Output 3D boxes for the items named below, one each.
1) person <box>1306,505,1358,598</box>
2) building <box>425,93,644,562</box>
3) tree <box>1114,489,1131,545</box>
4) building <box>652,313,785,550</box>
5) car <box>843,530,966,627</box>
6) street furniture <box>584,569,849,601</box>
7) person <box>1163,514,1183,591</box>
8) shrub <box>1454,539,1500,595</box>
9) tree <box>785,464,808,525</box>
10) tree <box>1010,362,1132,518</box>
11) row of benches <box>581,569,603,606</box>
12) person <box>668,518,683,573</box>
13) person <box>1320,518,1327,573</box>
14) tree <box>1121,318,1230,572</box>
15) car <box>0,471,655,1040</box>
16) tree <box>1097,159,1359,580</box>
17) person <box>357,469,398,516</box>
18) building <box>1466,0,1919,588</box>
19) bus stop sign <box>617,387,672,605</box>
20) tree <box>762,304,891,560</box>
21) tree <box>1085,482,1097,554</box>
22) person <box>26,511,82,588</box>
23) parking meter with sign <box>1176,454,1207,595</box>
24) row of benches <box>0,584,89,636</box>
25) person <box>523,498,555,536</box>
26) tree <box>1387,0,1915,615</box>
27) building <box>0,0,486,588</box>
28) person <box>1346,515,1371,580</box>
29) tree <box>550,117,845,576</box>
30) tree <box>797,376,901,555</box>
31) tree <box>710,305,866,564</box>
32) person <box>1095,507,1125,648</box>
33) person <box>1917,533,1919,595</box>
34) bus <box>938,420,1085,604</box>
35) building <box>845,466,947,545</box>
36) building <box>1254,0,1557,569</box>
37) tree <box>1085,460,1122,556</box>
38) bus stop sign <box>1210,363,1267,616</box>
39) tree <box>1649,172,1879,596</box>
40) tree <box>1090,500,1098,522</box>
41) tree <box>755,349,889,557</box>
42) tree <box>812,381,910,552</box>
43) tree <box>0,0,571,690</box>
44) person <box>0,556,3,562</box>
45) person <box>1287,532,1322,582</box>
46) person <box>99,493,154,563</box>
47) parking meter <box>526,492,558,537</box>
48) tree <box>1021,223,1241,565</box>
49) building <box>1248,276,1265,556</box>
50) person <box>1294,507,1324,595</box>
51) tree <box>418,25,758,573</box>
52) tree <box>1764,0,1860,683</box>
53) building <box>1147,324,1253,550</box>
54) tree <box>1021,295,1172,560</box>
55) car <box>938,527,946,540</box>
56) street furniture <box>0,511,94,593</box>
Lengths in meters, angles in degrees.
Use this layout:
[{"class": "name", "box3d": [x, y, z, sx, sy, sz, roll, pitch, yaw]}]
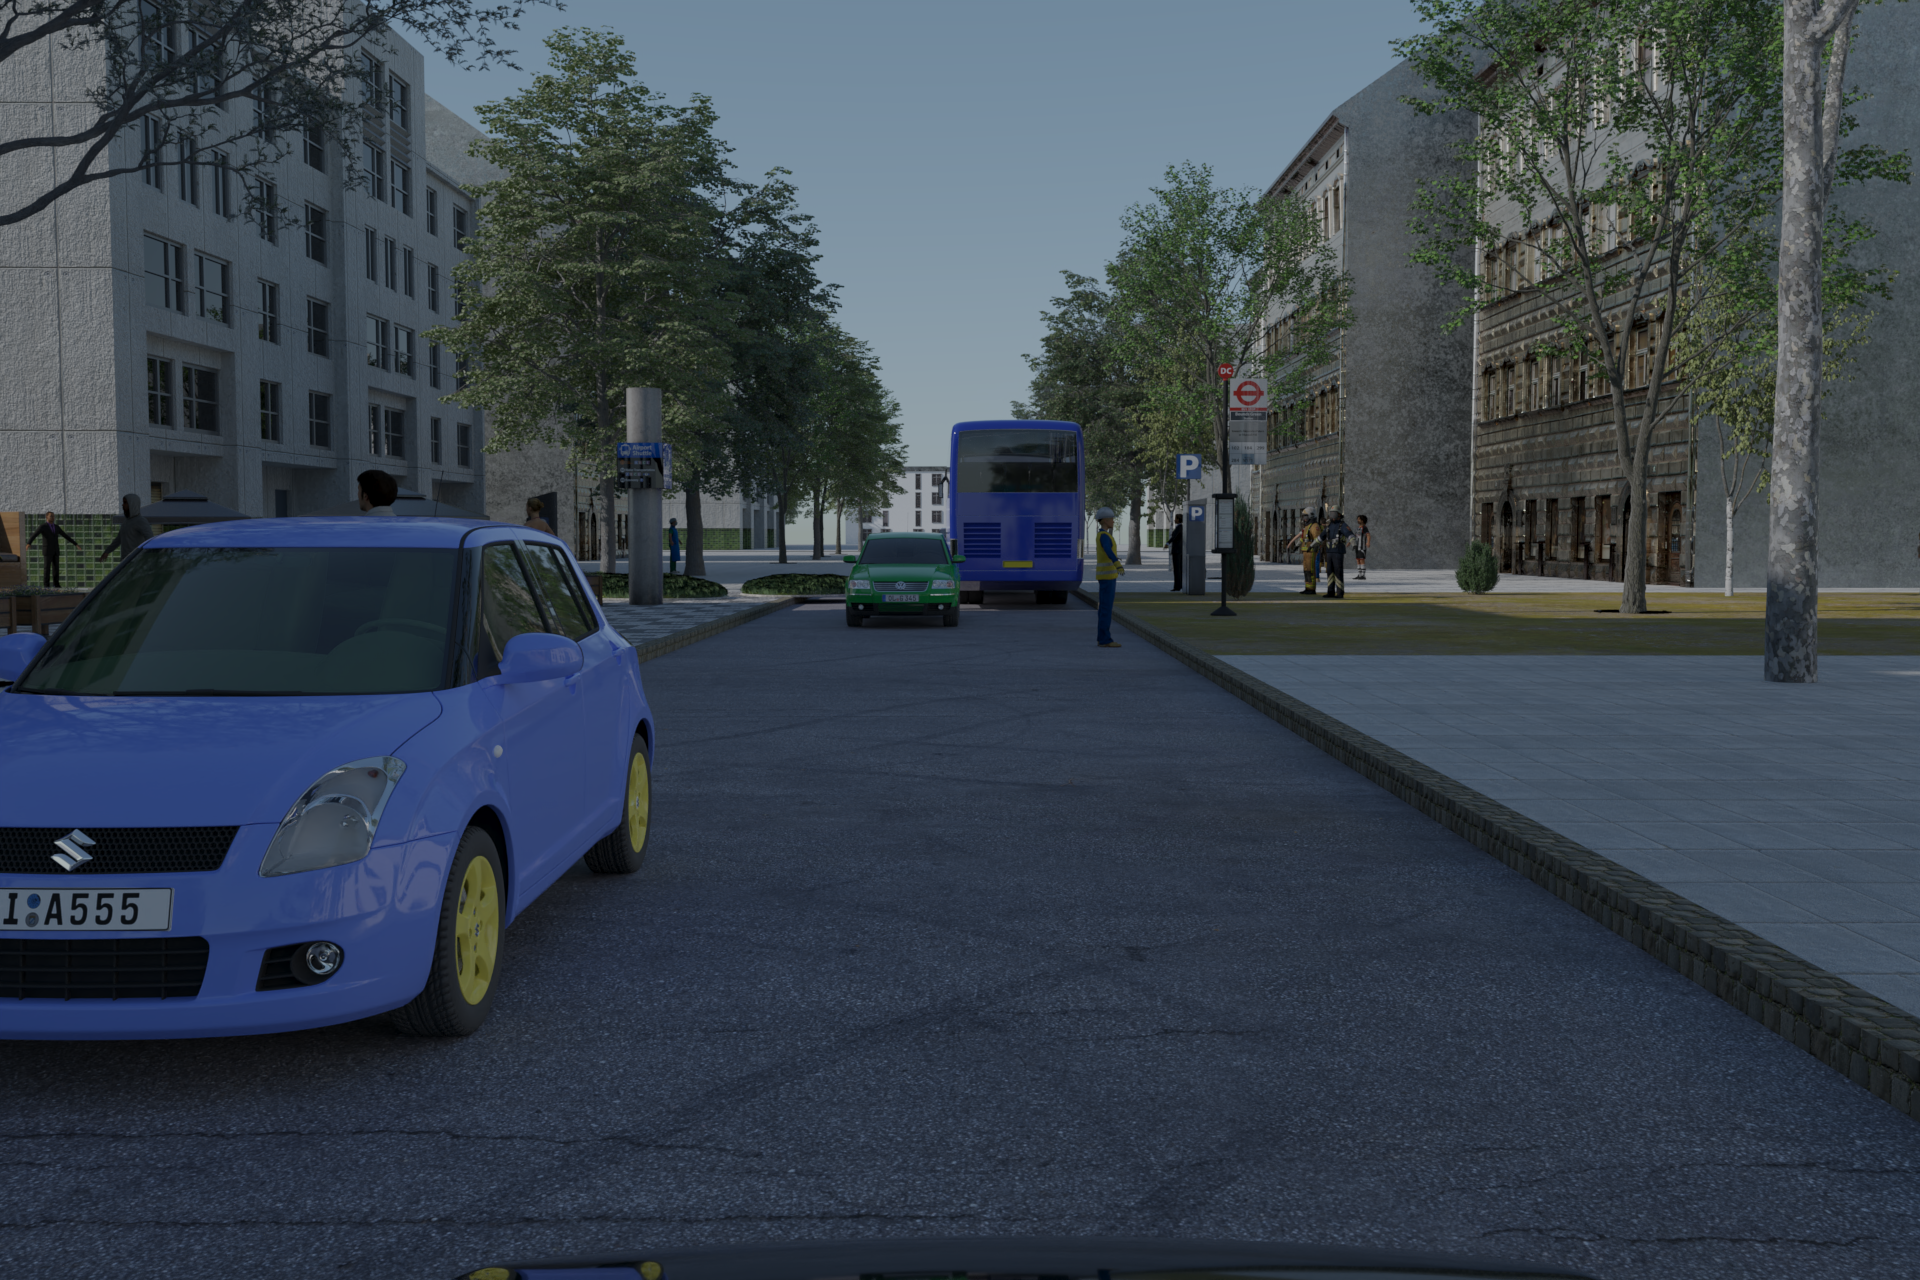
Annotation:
[{"class": "person", "box3d": [7.504, -1.768, 34.691, 0.705, 1.856, 1.354, -2, 4, -34]}, {"class": "building", "box3d": [-26.920, -15.762, 88.645, 19.493, 23.208, 18.063, 0, 4, 1]}, {"class": "tree", "box3d": [19.284, -15.991, 211.821, 4.737, 8.622, 4.395, 0, 3, 0]}, {"class": "building", "box3d": [-25.652, -17.523, 152.961, 16.747, 18.905, 31.486, 0, 4, 1]}, {"class": "car", "box3d": [-0.887, -1.187, 28.207, 1.959, 1.807, 4.718, 0, 3, 0]}, {"class": "street furniture", "box3d": [-7.340, -1.296, 36.810, 10.072, 0.657, 5.734, 1, 4, 21]}, {"class": "person", "box3d": [4.819, -1.963, 38.820, 0.721, 1.740, 1.216, 2, 4, 27]}, {"class": "shrub", "box3d": [10.959, -1.563, 36.677, 1.383, 1.207, 1.383, 0, 3, 0]}, {"class": "tree", "box3d": [-23.067, -18.628, 211.220, 9.857, 13.997, 8.962, 0, 3, 0]}, {"class": "tree", "box3d": [8.088, -13.122, 121.193, 9.857, 13.997, 8.962, 0, 3, 0]}, {"class": "row of benches", "box3d": [-7.457, -0.854, 29.433, 1.422, 0.672, 4.104, 2, 4, 25]}, {"class": "person", "box3d": [-9.339, -3.091, 56.660, 0.704, 1.817, 1.347, 0, 4, 4]}, {"class": "person", "box3d": [11.975, -3.112, 57.017, 1.346, 1.812, 0.704, 1, 4, 15]}, {"class": "tree", "box3d": [7.368, -6.664, 59.322, 4.737, 8.622, 4.395, 0, 3, 0]}, {"class": "car", "box3d": [-2.196, 0.216, 6.064, 1.945, 1.707, 3.694, 0, 4, 0]}, {"class": "tree", "box3d": [7.486, -7.538, 49.004, 9.928, 11.665, 9.643, 0, 3, 0]}, {"class": "person", "box3d": [-3.431, -0.093, 10.162, 0.705, 1.806, 1.347, 2, 4, 24]}, {"class": "building", "box3d": [26.654, -13.365, 49.447, 19.493, 23.208, 18.063, 0, 4, 0]}, {"class": "bus stop sign", "box3d": [-5.720, -2.595, 31.449, 0.837, 3.901, 0.837, 0, 4, 1]}, {"class": "tree", "box3d": [-6.890, -10.274, 86.100, 7.486, 12.596, 7.792, 0, 3, 0]}, {"class": "tree", "box3d": [8.258, -9.869, 111.726, 4.737, 8.622, 4.395, 0, 3, 0]}, {"class": "person", "box3d": [-20.808, -2.047, 39.687, 0.704, 1.802, 1.346, 2, 4, 28]}, {"class": "parking meter with sign", "box3d": [4.974, -2.487, 36.924, 0.543, 3.016, 1.738, 0, 3, 0]}, {"class": "row of benches", "box3d": [-11.494, -0.268, 19.839, 1.422, 0.672, 4.104, 0, 4, 6]}, {"class": "person", "box3d": [-5.413, -0.915, 21.763, 0.721, 1.733, 1.217, 2, 4, 29]}, {"class": "tree", "box3d": [10.815, -6.231, 27.639, 9.928, 11.665, 9.643, 0, 3, 0]}, {"class": "building", "box3d": [-28.187, -11.601, 56.138, 16.747, 18.905, 31.486, 0, 4, 0]}, {"class": "person", "box3d": [11.213, -2.591, 48.512, 0.704, 1.843, 1.345, -1, 4, -13]}, {"class": "tree", "box3d": [-8.220, -8.948, 52.961, 9.857, 13.997, 8.962, 0, 3, 0]}, {"class": "tree", "box3d": [-7.447, -11.158, 108.188, 9.928, 11.665, 9.643, 0, 3, 0]}, {"class": "tree", "box3d": [-7.749, -9.134, 75.088, 9.928, 11.665, 9.643, 0, 3, 0]}, {"class": "person", "box3d": [1.938, -0.801, 22.011, 0.721, 1.772, 1.216, 0, 4, -3]}, {"class": "person", "box3d": [20.199, -1.640, 36.083, 0.599, 1.433, 0.991, 0, 4, 4]}, {"class": "bus", "box3d": [0.978, -2.856, 38.236, 2.896, 3.916, 12.251, 0, 4, -1]}, {"class": "building", "box3d": [0.215, -16.514, 214.606, 28.070, 9.664, 9.099, 0, 4, 5]}, {"class": "building", "box3d": [23.159, -14.684, 71.012, 19.493, 23.208, 18.063, 0, 4, 1]}, {"class": "tree", "box3d": [8.295, -9.352, 103.265, 4.360, 8.622, 3.978, 0, 3, 0]}, {"class": "bus stop sign", "box3d": [4.372, -2.352, 27.157, 0.855, 3.939, 0.416, 0, 4, 0]}, {"class": "tree", "box3d": [15.992, -5.203, 35.428, 4.737, 8.622, 4.395, 0, 3, 0]}, {"class": "tree", "box3d": [17.983, -16.265, 216.302, 4.737, 8.622, 4.395, 0, 3, 0]}, {"class": "tree", "box3d": [-7.802, -10.398, 95.762, 9.928, 11.665, 9.643, 0, 3, 0]}, {"class": "tree", "box3d": [-7.197, -12.539, 123.144, 7.486, 12.596, 7.792, 0, 3, 0]}, {"class": "tree", "box3d": [-8.565, -6.329, 13.851, 12.009, 13.543, 11.850, 0, 3, 0]}, {"class": "person", "box3d": [-13.373, -1.046, 23.078, 0.705, 1.833, 1.349, 1, 4, 15]}, {"class": "person", "box3d": [9.458, -2.478, 46.378, 1.347, 1.847, 0.705, 0, 4, 4]}, {"class": "person", "box3d": [-10.885, -1.017, 22.758, 1.348, 1.813, 0.705, 3, 4, 38]}, {"class": "parking meter", "box3d": [-5.771, -1.114, 23.926, 0.399, 1.863, 0.255, 0, 4, 0]}, {"class": "tree", "box3d": [7.324, -10.150, 72.606, 9.857, 13.997, 8.962, 0, 3, 0]}, {"class": "building", "box3d": [26.760, -16.163, 95.186, 19.493, 23.208, 18.063, 0, 4, 1]}, {"class": "person", "box3d": [7.409, -1.898, 36.793, 0.705, 1.858, 1.354, 0, 4, -7]}, {"class": "tree", "box3d": [-8.412, -7.441, 39.789, 7.486, 12.596, 7.792, 0, 3, 0]}, {"class": "tree", "box3d": [7.858, -9.618, 13.147, 12.611, 20.169, 13.585, 0, 3, 0]}, {"class": "building", "box3d": [26.591, -17.592, 154.081, 16.747, 18.905, 31.486, 0, 4, 1]}, {"class": "tree", "box3d": [7.675, -10.810, 87.118, 12.009, 13.543, 11.850, 0, 3, 0]}, {"class": "car", "box3d": [-0.462, -5.601, 100.247, 2.281, 1.827, 5.304, 0, 4, 0]}, {"class": "street furniture", "box3d": [-21.306, -1.549, 32.181, 9.812, 1.723, 11.010, 3, 5, 44]}]
